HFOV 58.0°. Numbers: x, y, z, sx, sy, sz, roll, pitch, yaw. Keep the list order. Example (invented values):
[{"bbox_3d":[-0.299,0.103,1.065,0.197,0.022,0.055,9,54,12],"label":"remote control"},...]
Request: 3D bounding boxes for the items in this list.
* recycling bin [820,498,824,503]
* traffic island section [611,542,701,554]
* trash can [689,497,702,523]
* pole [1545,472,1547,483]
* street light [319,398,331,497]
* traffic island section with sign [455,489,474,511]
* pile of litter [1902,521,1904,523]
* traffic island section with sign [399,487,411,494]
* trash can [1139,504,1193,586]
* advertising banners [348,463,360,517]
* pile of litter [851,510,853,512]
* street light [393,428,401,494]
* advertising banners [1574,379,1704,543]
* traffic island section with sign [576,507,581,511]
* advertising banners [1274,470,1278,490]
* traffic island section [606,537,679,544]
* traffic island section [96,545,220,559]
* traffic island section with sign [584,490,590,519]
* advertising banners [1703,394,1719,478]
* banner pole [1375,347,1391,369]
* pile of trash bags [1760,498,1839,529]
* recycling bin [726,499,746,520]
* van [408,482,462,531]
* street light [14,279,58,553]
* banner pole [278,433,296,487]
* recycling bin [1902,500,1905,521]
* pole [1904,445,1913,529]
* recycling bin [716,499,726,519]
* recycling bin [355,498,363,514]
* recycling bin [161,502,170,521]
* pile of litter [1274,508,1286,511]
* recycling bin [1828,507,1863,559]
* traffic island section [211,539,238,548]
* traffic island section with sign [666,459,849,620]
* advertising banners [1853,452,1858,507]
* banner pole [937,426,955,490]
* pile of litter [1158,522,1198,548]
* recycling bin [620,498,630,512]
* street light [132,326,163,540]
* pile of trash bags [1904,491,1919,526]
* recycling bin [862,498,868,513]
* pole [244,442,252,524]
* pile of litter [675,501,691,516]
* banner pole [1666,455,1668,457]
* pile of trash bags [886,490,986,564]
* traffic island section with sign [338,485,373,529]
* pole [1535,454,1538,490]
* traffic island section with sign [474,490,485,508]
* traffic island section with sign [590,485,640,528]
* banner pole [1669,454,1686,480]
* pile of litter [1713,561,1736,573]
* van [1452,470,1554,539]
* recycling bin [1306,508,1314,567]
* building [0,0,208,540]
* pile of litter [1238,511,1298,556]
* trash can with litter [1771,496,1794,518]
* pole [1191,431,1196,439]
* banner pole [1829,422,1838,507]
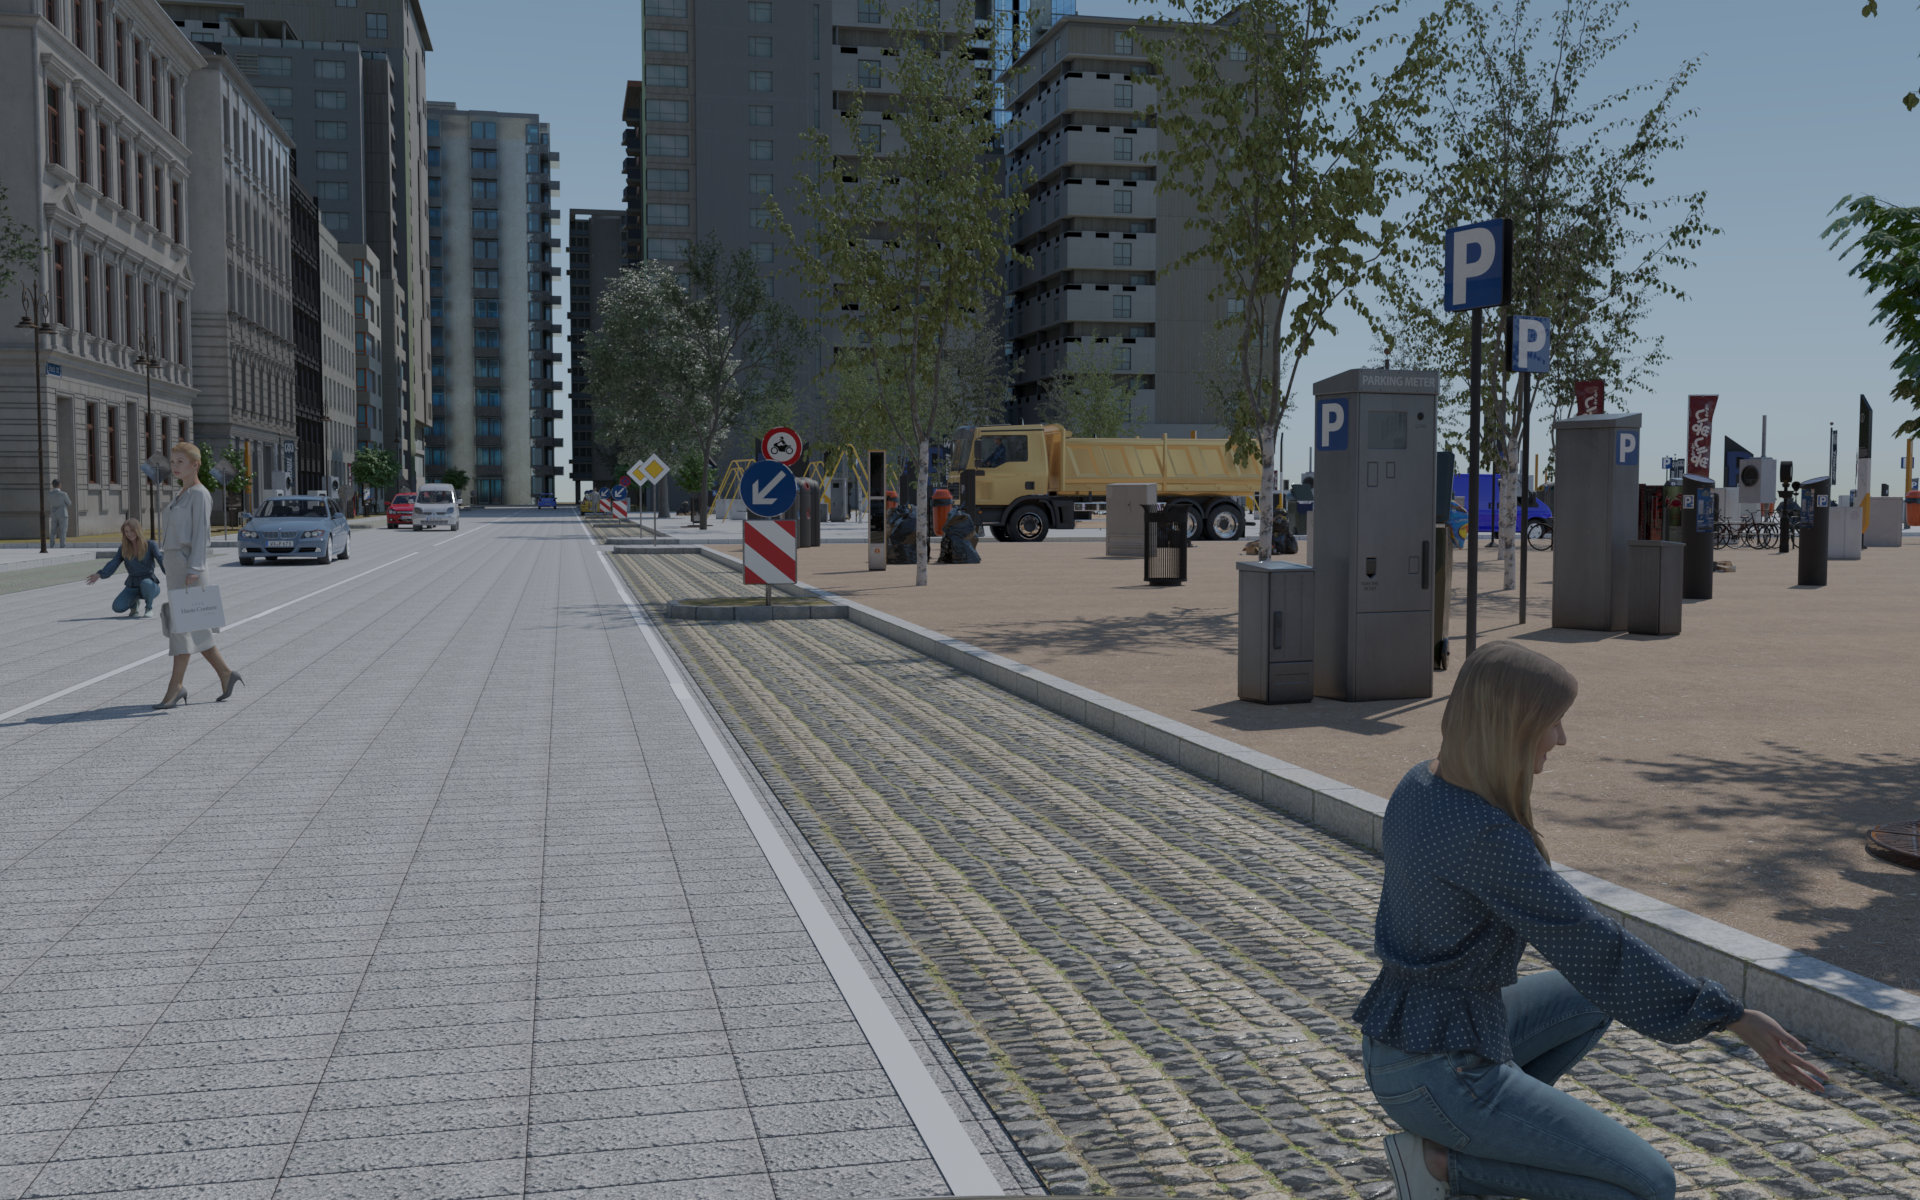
[{"bbox_3d":[-8.648,-5.804,107.447,0.722,1.027,0.722,-1,4,-10],"label":"recycling bin"},{"bbox_3d":[-7.439,-1.230,42.384,2.009,0.180,2.903,-1,4,-13],"label":"traffic island section"},{"bbox_3d":[-11.545,-3.945,76.149,0.748,1.137,0.748,0,3,0],"label":"trash can"},{"bbox_3d":[46.169,-8.724,136.483,0.158,3.312,0.155,0,3,0],"label":"pole"},{"bbox_3d":[-30.507,-6.766,83.413,0.468,5.910,1.993,-1,4,-13],"label":"street light"},{"bbox_3d":[-42.580,-8.460,146.953,1.989,1.847,2.006,-1,4,-13],"label":"traffic island section with sign"},{"bbox_3d":[41.952,-3.777,75.713,1.176,0.858,1.719,-1,4,-12],"label":"pile of litter"},{"bbox_3d":[-31.576,-5.511,98.739,1.989,1.847,2.006,-1,4,-13],"label":"traffic island section with sign"},{"bbox_3d":[2.885,-0.773,24.299,0.748,1.137,0.748,0,3,0],"label":"trash can"},{"bbox_3d":[-34.360,-6.236,98.151,0.090,3.025,2.074,0,4,-5],"label":"advertising banners"},{"bbox_3d":[-8.236,-6.769,124.633,1.176,0.858,1.719,1,4,21],"label":"pile of litter"},{"bbox_3d":[-38.455,-8.907,118.423,0.468,5.910,1.993,-1,4,-13],"label":"street light"},{"bbox_3d":[10.055,-1.816,25.882,0.090,3.025,2.074,-2,4,-35],"label":"advertising banners"},{"bbox_3d":[-31.940,-8.621,149.577,1.989,1.847,2.006,-1,4,-13],"label":"traffic island section with sign"},{"bbox_3d":[23.354,-7.933,125.884,0.090,3.025,2.074,-1,4,-21],"label":"advertising banners"},{"bbox_3d":[-9.218,-1.706,50.169,2.009,0.180,2.903,-1,4,-13],"label":"traffic island section"},{"bbox_3d":[-18.448,-1.077,39.883,2.009,0.180,2.903,-1,4,-13],"label":"traffic island section"},{"bbox_3d":[-20.791,-5.638,100.801,1.989,1.847,2.006,-1,4,-13],"label":"traffic island section with sign"},{"bbox_3d":[12.262,-2.099,30.500,2.074,3.025,0.090,0,4,4],"label":"advertising banners"},{"bbox_3d":[7.279,-2.439,29.894,0.401,3.779,0.863,0,4,-4],"label":"banner pole"},{"bbox_3d":[30.726,-3.294,63.617,1.912,1.369,3.447,-1,4,-20],"label":"pile of trash bags"},{"bbox_3d":[-10.886,-4.415,84.744,0.722,1.027,0.722,-1,4,-19],"label":"recycling bin"},{"bbox_3d":[-20.543,-3.724,67.898,2.013,2.044,4.112,-1,4,-15],"label":"van"},{"bbox_3d":[-19.917,-3.956,37.470,0.468,5.910,1.993,-1,4,-13],"label":"street light"},{"bbox_3d":[-27.528,-4.938,70.752,0.401,3.779,0.863,3,5,41],"label":"banner pole"},{"bbox_3d":[42.636,-3.975,77.553,0.722,1.027,0.722,-1,4,-13],"label":"recycling bin"},{"bbox_3d":[34.904,-4.274,63.727,0.158,3.312,0.155,0,3,0],"label":"pole"},{"bbox_3d":[-11.968,-4.633,88.307,0.722,1.027,0.722,2,4,31],"label":"recycling bin"},{"bbox_3d":[-37.805,-5.905,109.105,0.722,1.027,0.722,-3,4,-36],"label":"recycling bin"},{"bbox_3d":[-24.994,-2.620,55.390,0.722,1.027,0.722,1,4,16],"label":"recycling bin"},{"bbox_3d":[10.403,-2.570,55.983,1.719,0.858,1.176,2,4,35],"label":"pile of litter"},{"bbox_3d":[17.334,-1.330,34.295,0.722,1.027,0.722,0,4,1],"label":"recycling bin"},{"bbox_3d":[-20.227,-1.553,47.668,2.009,0.180,2.903,-1,4,-13],"label":"traffic island section"},{"bbox_3d":[-2.454,-0.725,20.485,1.989,1.847,2.006,-1,4,-13],"label":"traffic island section with sign"},{"bbox_3d":[34.092,-4.267,65.950,0.090,3.025,2.074,2,4,26],"label":"advertising banners"},{"bbox_3d":[-0.565,-4.513,63.799,0.863,3.779,0.401,0,4,7],"label":"banner pole"},{"bbox_3d":[4.837,-1.701,41.778,1.719,0.858,1.176,2,4,24],"label":"pile of litter"},{"bbox_3d":[-23.664,-6.712,122.297,0.722,1.027,0.722,-1,4,-11],"label":"recycling bin"},{"bbox_3d":[-22.389,-4.592,47.863,0.468,5.910,1.993,-1,4,-13],"label":"street light"},{"bbox_3d":[26.052,-2.175,45.319,3.447,1.369,1.912,-1,4,-23],"label":"pile of trash bags"},{"bbox_3d":[-6.319,-6.517,119.106,0.722,1.027,0.722,-2,4,-28],"label":"recycling bin"},{"bbox_3d":[-27.718,-4.503,67.459,0.158,3.312,0.155,0,3,0],"label":"pole"},{"bbox_3d":[-16.224,-5.467,103.353,1.719,0.858,1.176,-2,4,-26],"label":"pile of litter"},{"bbox_3d":[45.731,-7.430,111.494,0.863,3.779,0.401,2,4,29],"label":"banner pole"},{"bbox_3d":[-0.480,-1.436,33.233,1.912,1.369,3.447,0,4,4],"label":"pile of trash bags"},{"bbox_3d":[-25.403,-3.859,71.726,1.989,1.847,2.006,-1,4,-13],"label":"traffic island section with sign"},{"bbox_3d":[29.392,-5.780,88.350,0.158,3.312,0.155,0,3,0],"label":"pole"},{"bbox_3d":[-48.612,-10.073,173.317,1.989,1.847,2.006,-1,4,-13],"label":"traffic island section with sign"},{"bbox_3d":[-14.725,-4.014,74.253,1.989,1.847,2.006,-1,4,-13],"label":"traffic island section with sign"},{"bbox_3d":[44.491,-7.174,107.304,0.401,3.779,0.863,-3,5,-42],"label":"banner pole"},{"bbox_3d":[12.363,-0.924,29.077,1.176,0.858,1.719,1,4,12],"label":"pile of litter"},{"bbox_3d":[14.945,-2.867,51.266,5.245,2.365,2.240,-1,4,-13],"label":"van"},{"bbox_3d":[5.636,-0.809,25.787,0.722,1.027,0.722,3,5,39],"label":"recycling bin"},{"bbox_3d":[-32.748,-13.488,56.689,11.583,22.565,21.152,-1,4,-13],"label":"building"},{"bbox_3d":[6.525,-1.400,36.847,1.719,0.858,1.176,-3,4,-36],"label":"pile of litter"},{"bbox_3d":[45.015,-5.126,94.864,1.678,1.210,2.233,-3,5,-43],"label":"trash can with litter"},{"bbox_3d":[7.510,-3.787,55.768,0.158,3.312,0.155,0,3,0],"label":"pole"},{"bbox_3d":[30.141,-4.271,59.841,0.401,3.779,0.863,1,4,10],"label":"banner pole"}]
